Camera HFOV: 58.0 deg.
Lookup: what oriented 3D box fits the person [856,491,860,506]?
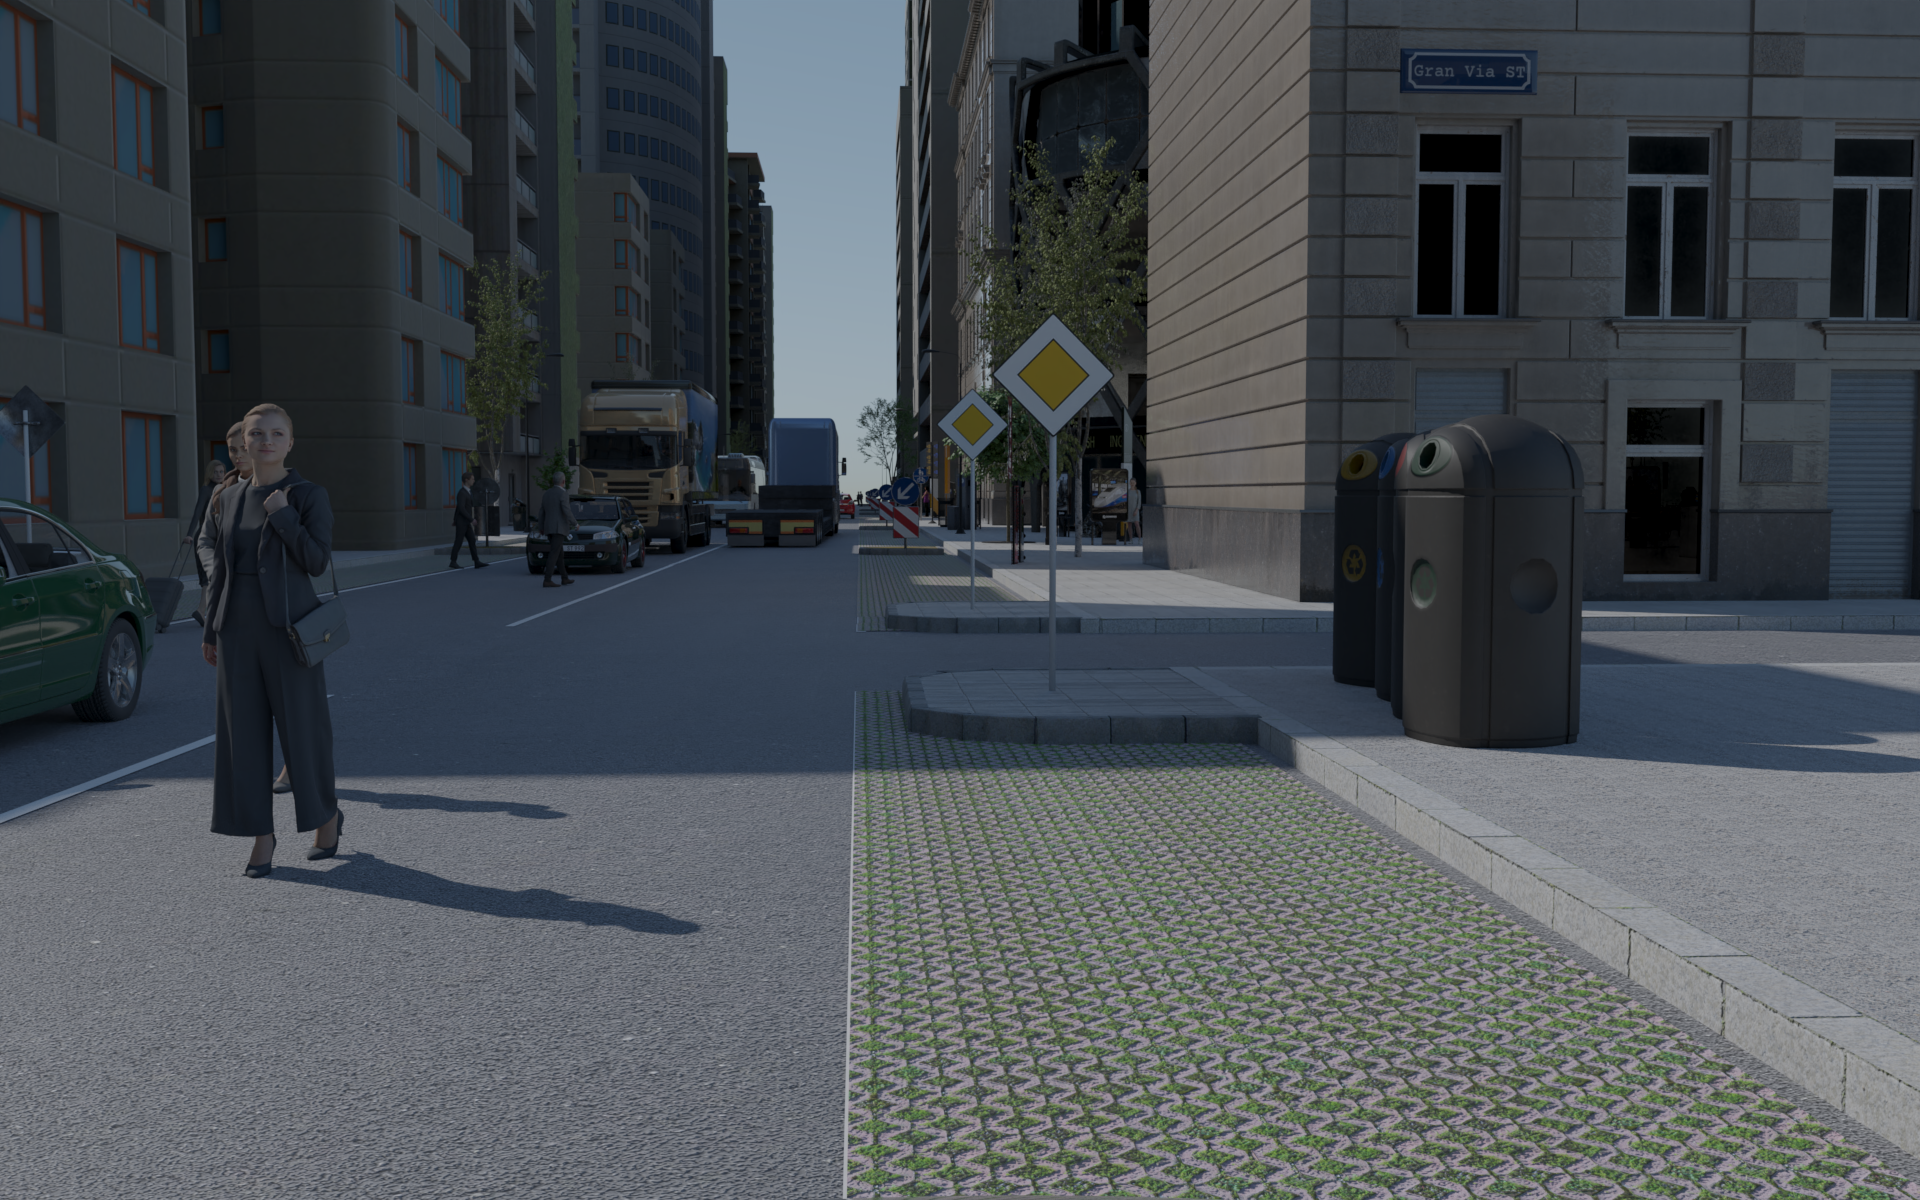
[{"bbox_3d":[-12.586,-12.537,214.024,0.434,1.755,0.990,-2,4,-25],"label":"person"}]

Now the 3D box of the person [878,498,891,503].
[{"bbox_3d":[-4.871,-6.323,112.437,0.990,1.755,0.434,2,4,29],"label":"person"}]

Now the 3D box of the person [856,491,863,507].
[{"bbox_3d":[-11.349,-11.425,195.835,0.750,1.759,0.617,-1,4,-21],"label":"person"}]

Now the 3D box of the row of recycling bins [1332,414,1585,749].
[{"bbox_3d":[2.931,-0.201,10.407,1.069,1.692,3.534,0,4,5],"label":"row of recycling bins"}]

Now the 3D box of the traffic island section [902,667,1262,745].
[{"bbox_3d":[0.644,0.672,11.296,2.009,0.180,2.903,0,4,-3],"label":"traffic island section"}]

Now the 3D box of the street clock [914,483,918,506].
[{"bbox_3d":[-2.296,-5.201,89.614,0.358,2.002,0.471,0,4,-3],"label":"street clock"}]

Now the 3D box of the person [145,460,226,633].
[{"bbox_3d":[-8.264,-0.599,18.507,0.699,1.804,1.509,1,4,21],"label":"person"}]

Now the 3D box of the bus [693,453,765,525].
[{"bbox_3d":[-10.427,-5.107,78.367,2.948,3.499,13.247,0,4,-4],"label":"bus"}]

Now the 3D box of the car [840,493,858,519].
[{"bbox_3d":[-7.068,-5.659,101.565,2.155,1.783,4.494,0,4,-4],"label":"car"}]

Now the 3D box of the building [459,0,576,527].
[{"bbox_3d":[-23.526,-23.580,69.132,14.154,41.232,14.086,0,4,-3],"label":"building"}]

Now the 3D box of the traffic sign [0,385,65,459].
[{"bbox_3d":[-10.019,-1.005,18.617,0.795,2.593,0.064,0,4,-3],"label":"traffic sign"}]

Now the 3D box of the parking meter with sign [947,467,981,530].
[{"bbox_3d":[0.227,-4.035,62.230,0.543,3.016,1.738,3,4,38],"label":"parking meter with sign"}]

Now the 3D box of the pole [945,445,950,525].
[{"bbox_3d":[-0.523,-4.768,71.795,0.158,3.312,0.155,0,3,0],"label":"pole"}]

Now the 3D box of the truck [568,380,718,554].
[{"bbox_3d":[-7.961,-3.428,44.965,2.839,4.237,11.283,0,4,-3],"label":"truck"}]

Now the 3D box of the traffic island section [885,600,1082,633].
[{"bbox_3d":[0.182,0.184,19.268,2.009,0.180,2.903,0,4,-3],"label":"traffic island section"}]

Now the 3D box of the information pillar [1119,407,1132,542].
[{"bbox_3d":[4.486,-3.386,46.712,0.183,3.616,0.504,2,4,33],"label":"information pillar"}]

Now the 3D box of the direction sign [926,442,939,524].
[{"bbox_3d":[-1.198,-5.086,75.158,0.379,3.537,0.876,-3,4,-36],"label":"direction sign"}]

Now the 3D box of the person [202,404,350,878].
[{"bbox_3d":[-2.642,0.139,6.651,0.576,1.772,0.534,-1,4,-9],"label":"person"}]

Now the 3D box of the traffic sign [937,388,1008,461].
[{"bbox_3d":[0.159,-1.039,19.184,0.795,2.593,0.064,0,4,-3],"label":"traffic sign"}]

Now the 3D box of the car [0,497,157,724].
[{"bbox_3d":[-6.078,0.138,9.536,2.131,1.459,4.920,0,4,-5],"label":"car"}]

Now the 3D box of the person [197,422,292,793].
[{"bbox_3d":[-3.490,0.018,8.474,0.520,1.790,0.573,-1,4,-9],"label":"person"}]

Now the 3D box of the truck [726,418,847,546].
[{"bbox_3d":[-5.354,-4.012,55.351,2.967,4.110,18.799,0,4,-2],"label":"truck"}]

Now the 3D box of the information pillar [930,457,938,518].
[{"bbox_3d":[-1.380,-6.213,92.943,0.504,3.616,0.183,-3,5,-40],"label":"information pillar"}]

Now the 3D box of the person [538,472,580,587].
[{"bbox_3d":[-6.194,-1.100,26.883,0.661,1.777,0.834,2,4,29],"label":"person"}]

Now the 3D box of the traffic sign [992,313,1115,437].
[{"bbox_3d":[0.621,-0.552,11.212,0.795,2.593,0.064,0,4,-3],"label":"traffic sign"}]

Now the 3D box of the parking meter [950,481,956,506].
[{"bbox_3d":[-0.385,-4.318,76.311,0.399,1.863,0.255,2,4,28],"label":"parking meter"}]

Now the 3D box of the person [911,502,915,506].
[{"bbox_3d":[-3.277,-7.374,127.145,0.750,1.759,0.617,2,4,25],"label":"person"}]

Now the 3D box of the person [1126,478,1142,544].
[{"bbox_3d":[4.431,-2.289,44.470,0.512,1.701,0.522,1,4,11],"label":"person"}]

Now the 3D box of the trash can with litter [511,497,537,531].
[{"bbox_3d":[-14.926,-2.955,59.699,1.055,1.170,0.624,-1,4,-21],"label":"trash can with litter"}]

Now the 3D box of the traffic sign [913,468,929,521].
[{"bbox_3d":[-1.877,-5.106,83.593,0.768,2.556,0.104,0,4,2],"label":"traffic sign"}]

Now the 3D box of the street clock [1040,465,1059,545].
[{"bbox_3d":[2.256,-2.379,43.467,0.471,2.002,0.358,1,4,19],"label":"street clock"}]

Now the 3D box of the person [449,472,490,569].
[{"bbox_3d":[-9.402,-1.519,33.121,0.755,1.850,0.659,0,4,-6],"label":"person"}]

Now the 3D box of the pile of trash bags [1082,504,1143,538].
[{"bbox_3d":[5.388,-2.547,51.399,3.447,1.369,1.912,-2,4,-30],"label":"pile of trash bags"}]

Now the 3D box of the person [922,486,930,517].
[{"bbox_3d":[-1.947,-5.540,97.305,0.721,1.739,1.217,1,4,21],"label":"person"}]

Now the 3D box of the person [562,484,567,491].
[{"bbox_3d":[-14.160,-3.368,61.285,0.537,1.800,0.526,-2,4,-29],"label":"person"}]

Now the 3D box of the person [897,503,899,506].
[{"bbox_3d":[-5.479,-9.019,153.599,0.705,1.812,1.348,0,4,4],"label":"person"}]

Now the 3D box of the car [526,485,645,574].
[{"bbox_3d":[-6.966,-1.386,32.449,2.009,1.686,4.222,0,4,-3],"label":"car"}]

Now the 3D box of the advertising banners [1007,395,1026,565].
[{"bbox_3d":[1.021,-2.173,31.722,0.090,3.025,2.074,1,4,10],"label":"advertising banners"}]
